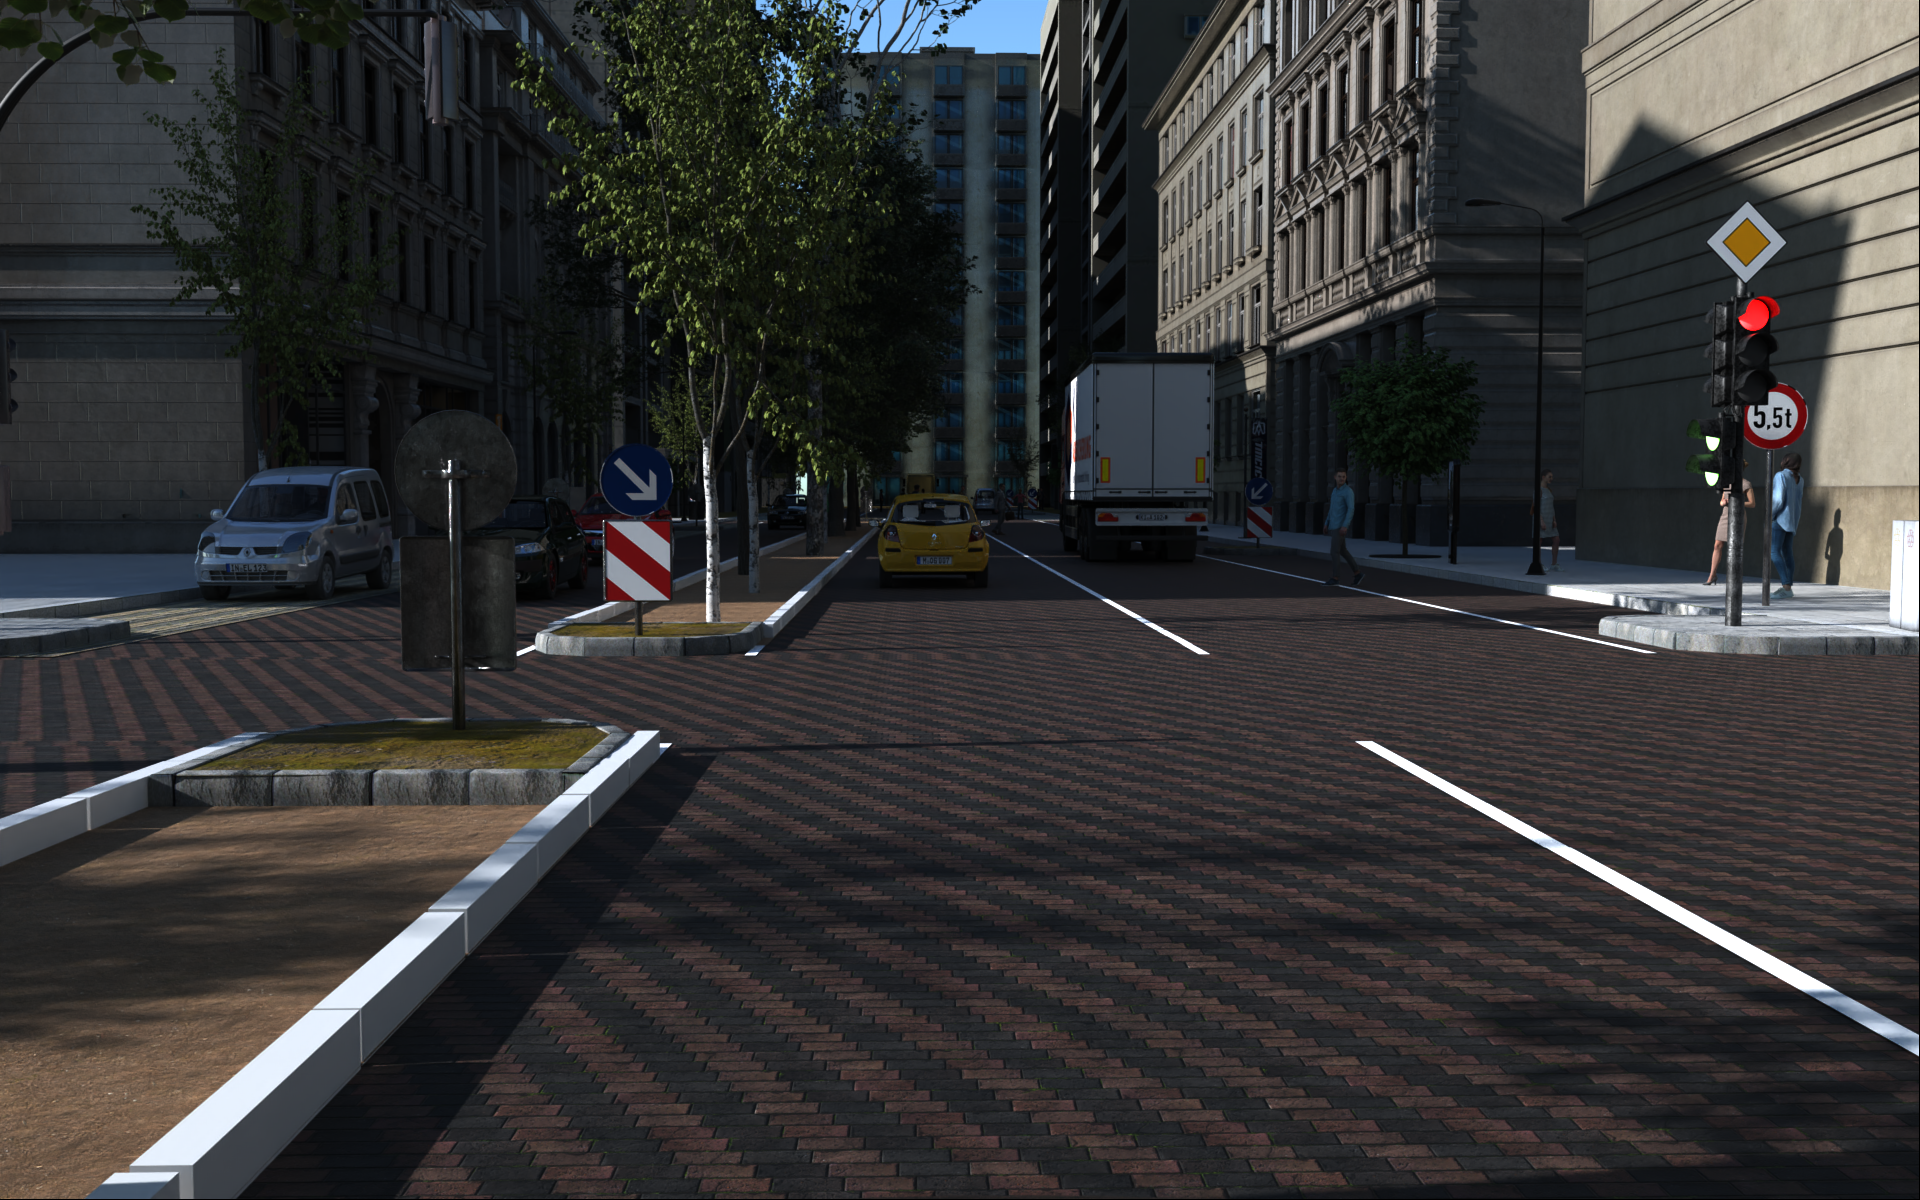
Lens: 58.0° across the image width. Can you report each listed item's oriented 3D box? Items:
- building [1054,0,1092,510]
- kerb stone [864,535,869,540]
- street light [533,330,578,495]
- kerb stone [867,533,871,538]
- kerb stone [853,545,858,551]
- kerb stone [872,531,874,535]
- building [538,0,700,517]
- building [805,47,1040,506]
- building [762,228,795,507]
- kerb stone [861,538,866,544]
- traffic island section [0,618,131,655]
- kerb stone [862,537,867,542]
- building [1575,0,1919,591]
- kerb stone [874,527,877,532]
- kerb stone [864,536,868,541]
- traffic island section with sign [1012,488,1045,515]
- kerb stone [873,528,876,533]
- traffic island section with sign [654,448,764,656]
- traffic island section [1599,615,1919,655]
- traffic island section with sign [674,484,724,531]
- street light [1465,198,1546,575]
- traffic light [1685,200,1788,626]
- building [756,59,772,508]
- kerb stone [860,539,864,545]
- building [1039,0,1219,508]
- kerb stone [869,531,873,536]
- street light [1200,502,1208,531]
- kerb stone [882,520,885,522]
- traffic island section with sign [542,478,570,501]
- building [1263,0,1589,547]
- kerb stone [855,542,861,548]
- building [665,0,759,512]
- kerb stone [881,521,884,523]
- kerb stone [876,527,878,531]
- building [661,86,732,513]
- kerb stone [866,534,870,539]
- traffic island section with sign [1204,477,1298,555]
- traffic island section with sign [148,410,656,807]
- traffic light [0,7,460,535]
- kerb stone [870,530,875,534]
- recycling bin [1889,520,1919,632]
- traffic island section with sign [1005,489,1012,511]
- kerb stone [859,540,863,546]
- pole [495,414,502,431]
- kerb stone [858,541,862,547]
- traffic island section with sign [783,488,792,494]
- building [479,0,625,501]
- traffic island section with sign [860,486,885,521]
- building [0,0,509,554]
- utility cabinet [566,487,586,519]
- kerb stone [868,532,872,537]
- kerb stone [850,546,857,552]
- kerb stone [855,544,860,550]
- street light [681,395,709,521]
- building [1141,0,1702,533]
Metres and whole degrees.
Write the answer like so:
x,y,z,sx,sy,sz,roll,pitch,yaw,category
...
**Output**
x,y,z,sx,sy,sz,roll,pitch,yaw,category
18.289,-42.462,132.501,20.563,71.187,20.611,0,4,-2,building
-2.803,-1.722,50.449,0.120,0.150,1.000,0,4,-2,kerb stone
-11.546,-4.693,49.276,1.470,5.913,1.316,0,4,-2,street light
-2.858,-1.853,52.495,0.120,0.150,1.000,0,4,-2,kerb stone
-2.560,-1.164,41.225,0.120,0.150,1.000,0,4,-2,kerb stone
-2.973,-2.100,56.610,0.120,0.150,1.000,0,4,-2,kerb stone
-26.140,-40.475,100.023,20.563,71.187,20.611,0,4,-2,building
-1.502,-34.797,188.531,30.456,49.044,23.786,0,4,-2,building
-24.849,-25.188,183.518,14.107,30.474,14.160,0,4,-2,building
-2.718,-1.539,47.377,0.120,0.150,1.000,0,4,-2,kerb stone
-9.284,0.359,16.419,2.009,0.180,2.903,0,4,-2,traffic island section
-2.749,-1.601,48.402,0.120,0.150,1.000,0,4,-2,kerb stone
26.490,-11.812,26.413,30.059,22.955,16.112,0,4,-2,building
-3.105,-2.419,61.752,0.120,0.150,1.000,0,4,-2,kerb stone
-2.775,-1.665,49.424,0.120,0.150,1.000,0,4,-2,kerb stone
4.804,-6.725,118.585,1.989,1.847,2.006,0,4,-2,traffic island section with sign
-3.054,-2.294,59.700,0.120,0.150,1.000,0,4,-2,kerb stone
-2.920,-0.496,16.246,2.006,1.907,1.989,0,4,-2,traffic island section with sign
7.551,0.331,16.867,2.009,0.180,2.903,0,4,-2,traffic island section
-10.357,-3.640,68.147,1.989,1.847,2.006,0,4,-2,traffic island section with sign
8.621,-3.353,27.366,1.470,5.913,1.316,0,4,-2,street light
7.511,-1.702,16.752,0.839,4.253,0.868,0,4,-2,traffic light
-24.480,-29.007,157.862,14.086,41.232,14.154,0,4,-2,building
-2.699,-1.476,46.355,0.120,0.150,1.000,0,4,-2,kerb stone
18.520,-32.468,154.553,21.300,48.544,21.600,0,4,-2,building
-2.941,-2.042,55.585,0.120,0.150,1.000,0,4,-2,kerb stone
7.859,-5.311,59.384,1.470,5.913,1.316,0,4,-2,street light
-3.531,-3.363,77.178,0.120,0.150,1.000,0,4,-2,kerb stone
-9.616,-1.981,41.022,1.989,1.847,2.006,0,4,-2,traffic island section with sign
16.005,-13.580,50.916,11.050,23.489,19.941,0,4,-2,building
-2.610,-1.289,43.278,0.120,0.150,1.000,0,4,-2,kerb stone
-27.510,-31.323,135.837,21.300,48.544,21.600,0,4,-2,building
-3.438,-3.174,74.089,0.120,0.150,1.000,0,4,-2,kerb stone
-3.137,-2.483,62.787,0.120,0.150,1.000,0,4,-2,kerb stone
-23.524,-21.221,118.669,14.160,30.474,14.107,0,4,-2,building
-2.834,-1.791,51.473,0.120,0.150,1.000,0,4,-2,kerb stone
6.899,-2.008,41.457,1.989,1.847,2.006,0,4,-2,traffic island section with sign
-2.730,-0.043,8.841,2.006,1.907,1.989,0,4,-2,traffic island section with sign
-7.155,-2.551,16.377,4.771,5.953,1.251,0,4,-2,traffic light
-3.000,-2.165,57.632,0.120,0.150,1.000,0,4,-2,kerb stone
9.300,-0.234,16.375,0.722,1.027,0.722,1,4,10,recycling bin
4.053,-8.411,146.140,1.989,1.847,2.006,0,4,-2,traffic island section with sign
-2.675,-1.414,45.322,0.120,0.150,1.000,0,4,-2,kerb stone
-11.780,-3.086,44.305,0.158,3.312,0.155,0,3,0,pole
-2.639,-1.344,44.300,0.120,0.150,1.000,0,4,-2,kerb stone
-11.706,-6.699,118.150,1.989,1.847,2.006,0,4,-2,traffic island section with sign
-21.929,-13.958,70.014,13.314,21.916,24.055,0,4,-2,building
-4.960,-5.090,91.357,2.006,1.907,1.989,0,4,-2,traffic island section with sign
-19.764,-11.436,37.886,10.553,20.767,40.483,0,4,-2,building
-12.007,-2.760,53.802,0.318,1.500,1.173,1,4,12,utility cabinet
-2.915,-1.978,54.559,0.120,0.150,1.000,0,4,-2,kerb stone
-2.534,-1.099,40.201,0.120,0.150,1.000,0,4,-2,kerb stone
-2.585,-1.227,42.249,0.120,0.150,1.000,0,4,-2,kerb stone
-12.470,-6.665,81.517,1.470,5.913,1.316,0,4,-2,street light
18.041,-14.922,77.255,16.112,22.955,30.059,0,4,-2,building
